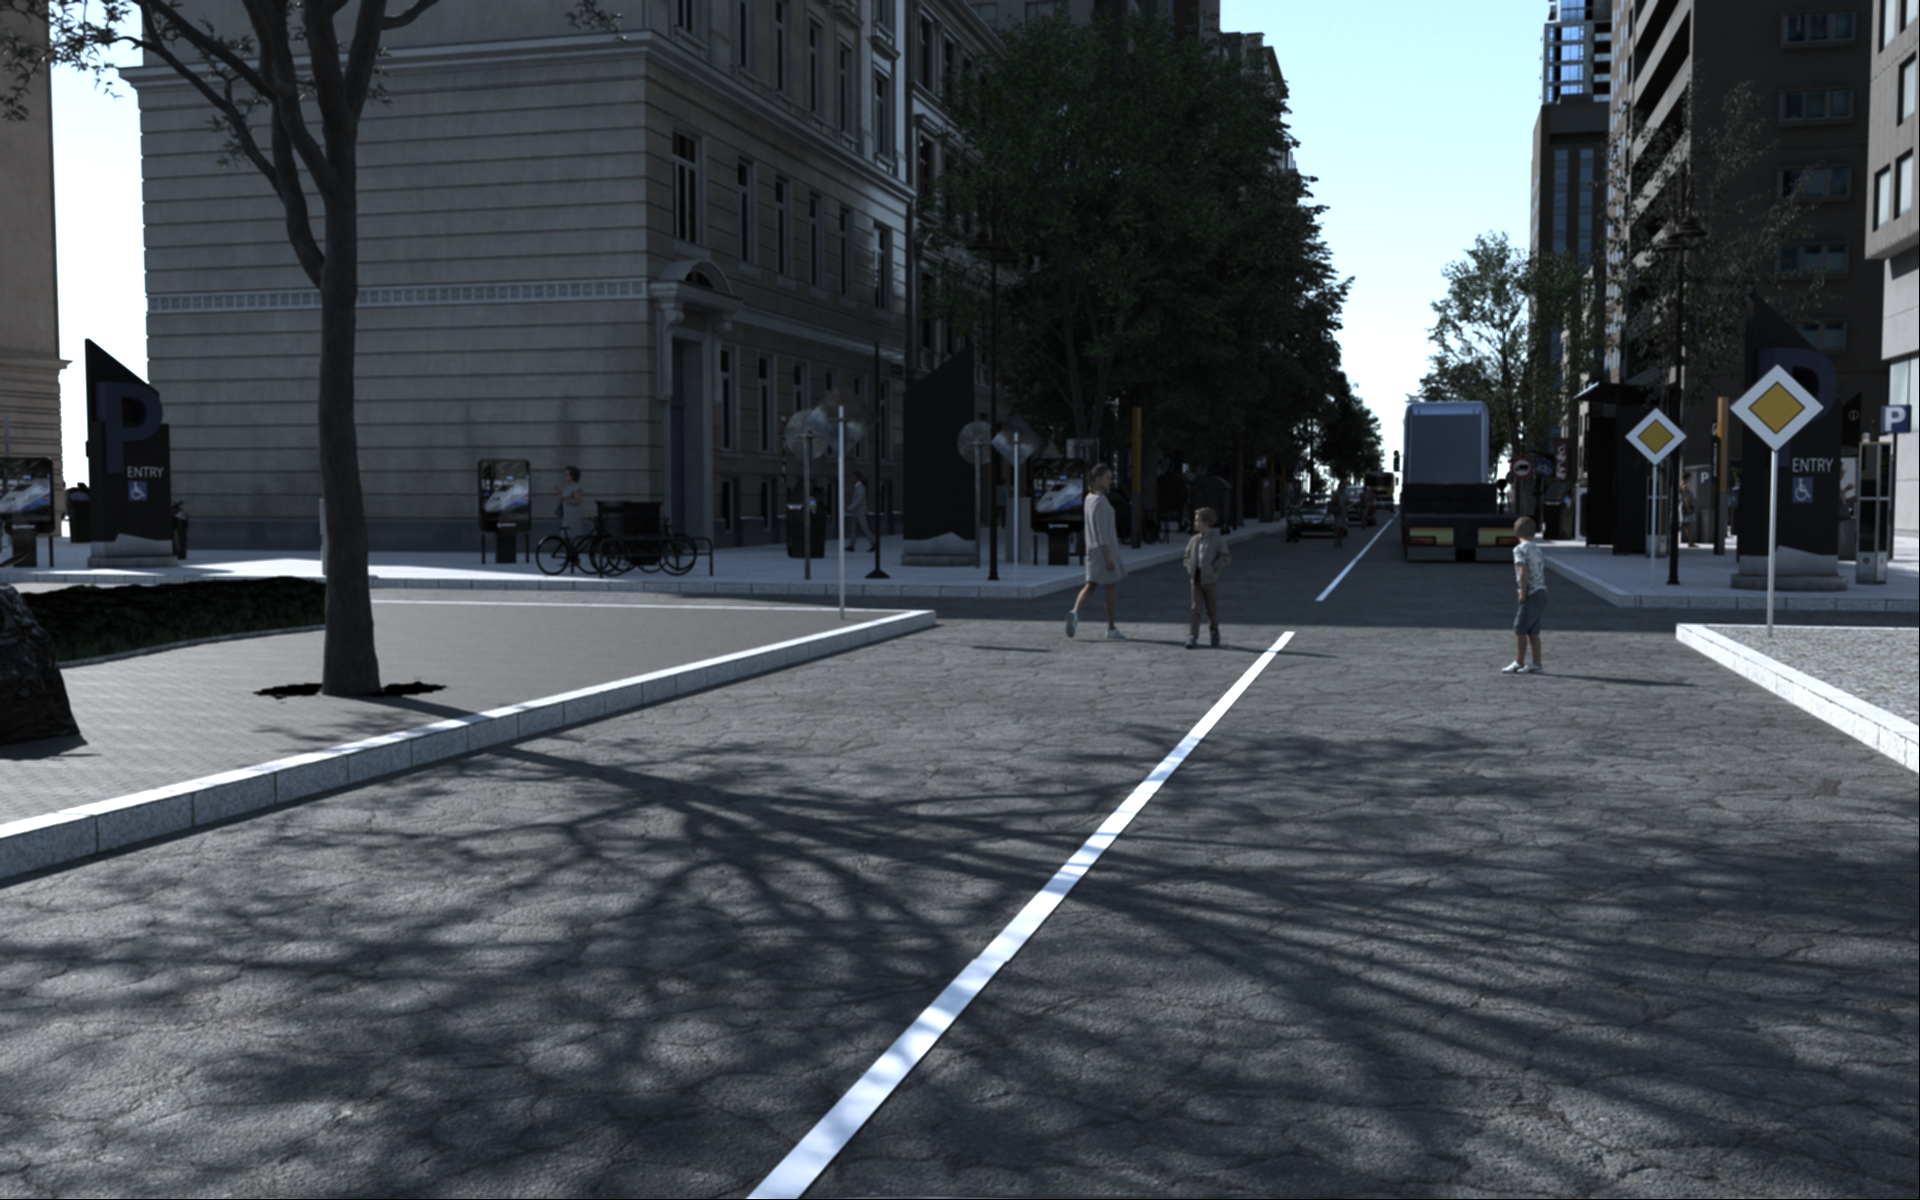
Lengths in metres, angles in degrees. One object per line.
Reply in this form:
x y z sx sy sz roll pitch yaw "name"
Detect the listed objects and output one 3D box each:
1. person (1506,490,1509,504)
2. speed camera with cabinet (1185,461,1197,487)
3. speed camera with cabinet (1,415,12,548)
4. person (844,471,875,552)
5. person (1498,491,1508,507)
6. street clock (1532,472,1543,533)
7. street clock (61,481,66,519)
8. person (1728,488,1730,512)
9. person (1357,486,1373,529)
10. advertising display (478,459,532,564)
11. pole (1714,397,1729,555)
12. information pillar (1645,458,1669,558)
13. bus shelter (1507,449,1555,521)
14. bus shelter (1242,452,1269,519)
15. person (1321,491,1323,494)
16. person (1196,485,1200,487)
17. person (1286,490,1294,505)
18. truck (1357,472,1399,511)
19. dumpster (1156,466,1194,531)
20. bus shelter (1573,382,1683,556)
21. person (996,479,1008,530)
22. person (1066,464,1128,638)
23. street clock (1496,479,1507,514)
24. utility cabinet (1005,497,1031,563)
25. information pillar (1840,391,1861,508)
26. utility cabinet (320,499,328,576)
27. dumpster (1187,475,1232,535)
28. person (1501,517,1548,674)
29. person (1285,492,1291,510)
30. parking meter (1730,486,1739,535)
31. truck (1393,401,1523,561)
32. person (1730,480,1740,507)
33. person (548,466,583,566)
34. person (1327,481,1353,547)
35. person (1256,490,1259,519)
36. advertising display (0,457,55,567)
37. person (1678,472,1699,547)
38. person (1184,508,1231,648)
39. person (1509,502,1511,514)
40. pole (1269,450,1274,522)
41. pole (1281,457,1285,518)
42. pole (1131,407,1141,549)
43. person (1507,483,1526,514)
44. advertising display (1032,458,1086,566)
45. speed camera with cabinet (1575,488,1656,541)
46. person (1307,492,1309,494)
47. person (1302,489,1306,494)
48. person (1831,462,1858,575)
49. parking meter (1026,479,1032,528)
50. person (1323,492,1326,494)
69.619 -13.070 219.764 1.348 1.821 0.705 2 4 28 "person"
11.207 -5.235 79.921 2.038 3.252 0.660 0 4 -7 "speed camera with cabinet"
-24.528 -3.043 44.090 0.660 3.252 2.038 -2 4 -35 "speed camera with cabinet"
-2.212 -1.959 38.351 0.850 1.792 0.678 0 4 -4 "person"
55.060 -10.343 175.711 0.990 1.755 0.434 1 4 22 "person"
19.203 -3.242 57.583 0.358 2.002 0.471 1 4 15 "street clock"
-45.972 -5.141 88.622 0.471 2.002 0.358 2 4 26 "street clock"
23.510 -2.875 53.388 0.601 1.785 0.444 -1 4 -16 "person"
16.547 -3.789 70.815 0.716 1.782 0.532 -2 4 -32 "person"
-8.405 -1.638 32.002 0.974 1.923 0.123 -3 4 -36 "advertising display"
16.024 -2.606 36.458 0.158 3.312 0.155 0 3 0 "pole"
14.041 -1.858 34.875 0.304 2.012 0.304 -3 5 -39 "information pillar"
26.475 -5.269 80.078 2.014 3.302 5.546 1 4 15 "bus shelter"
15.888 -6.164 92.061 1.731 3.624 6.357 1 4 15 "bus shelter"
40.136 -11.325 191.079 0.709 1.838 0.599 3 4 38 "person"
10.337 -4.209 75.199 0.601 1.785 0.444 0 4 2 "person"
39.332 -12.218 205.793 1.348 1.826 0.705 2 4 25 "person"
37.057 -9.621 153.227 3.469 3.379 9.791 1 4 15 "truck"
7.274 -3.514 59.944 1.502 2.255 1.985 1 4 15 "dumpster"
14.951 -2.920 39.018 1.731 3.624 6.357 1 4 15 "bus shelter"
1.426 -3.403 61.702 0.660 1.820 0.620 2 4 31 "person"
1.370 -0.483 17.151 0.466 1.731 0.760 3 5 40 "person"
25.191 -4.649 80.585 0.471 2.002 0.358 -1 4 -18 "street clock"
1.100 -1.328 32.867 0.306 1.237 1.020 1 4 13 "utility cabinet"
20.182 -2.937 39.368 0.504 3.616 0.183 1 4 13 "information pillar"
-10.090 -1.014 27.746 0.306 1.237 1.020 -1 4 -21 "utility cabinet"
7.877 -2.993 54.697 1.264 1.857 1.865 1 4 15 "dumpster"
4.515 -0.039 13.819 0.332 1.250 0.352 0 4 -8 "person"
25.826 -8.072 137.975 1.348 1.831 0.705 -3 5 -40 "person"
24.169 -2.779 53.853 0.372 1.533 0.369 0 3 0 "parking meter"
12.727 -3.365 44.784 2.967 4.110 18.799 1 4 14 "truck"
27.941 -3.410 62.145 0.444 1.785 0.601 -2 4 -33 "person"
-7.000 -1.488 30.733 0.532 1.782 0.716 -3 4 -36 "person"
10.323 -2.341 47.131 0.716 1.782 0.532 -1 4 -17 "person"
13.872 -4.462 79.550 0.519 1.759 0.362 1 4 9 "person"
-16.418 -1.538 30.360 0.974 1.923 0.123 -1 4 -16 "advertising display"
17.309 -2.159 41.437 0.778 1.811 0.616 1 4 15 "person"
2.313 -0.212 16.233 0.475 1.303 0.640 2 4 24 "person"
34.032 -5.945 106.431 0.799 1.438 0.628 3 4 37 "person"
14.234 -5.221 79.201 0.158 3.312 0.155 0 3 0 "pole"
17.438 -6.099 93.559 0.158 3.312 0.155 0 3 0 "pole"
4.143 -2.862 40.642 0.158 3.312 0.155 0 3 0 "pole"
23.329 -4.018 72.416 0.731 1.740 0.598 -1 4 -10 "person"
1.778 -1.585 31.133 0.974 1.923 0.123 1 4 16 "advertising display"
17.670 -3.193 46.542 2.038 3.252 0.660 3 5 41 "speed camera with cabinet"
32.229 -9.331 161.790 0.799 1.438 0.628 -1 4 -10 "person"
39.553 -11.811 199.159 0.705 1.824 1.348 -3 5 -43 "person"
13.388 -1.221 26.359 0.532 1.782 0.716 2 4 32 "person"
2.707 -3.628 65.028 0.255 1.863 0.399 -3 5 -43 "parking meter"
35.584 -9.910 168.797 0.721 1.735 1.217 2 4 31 "person"
